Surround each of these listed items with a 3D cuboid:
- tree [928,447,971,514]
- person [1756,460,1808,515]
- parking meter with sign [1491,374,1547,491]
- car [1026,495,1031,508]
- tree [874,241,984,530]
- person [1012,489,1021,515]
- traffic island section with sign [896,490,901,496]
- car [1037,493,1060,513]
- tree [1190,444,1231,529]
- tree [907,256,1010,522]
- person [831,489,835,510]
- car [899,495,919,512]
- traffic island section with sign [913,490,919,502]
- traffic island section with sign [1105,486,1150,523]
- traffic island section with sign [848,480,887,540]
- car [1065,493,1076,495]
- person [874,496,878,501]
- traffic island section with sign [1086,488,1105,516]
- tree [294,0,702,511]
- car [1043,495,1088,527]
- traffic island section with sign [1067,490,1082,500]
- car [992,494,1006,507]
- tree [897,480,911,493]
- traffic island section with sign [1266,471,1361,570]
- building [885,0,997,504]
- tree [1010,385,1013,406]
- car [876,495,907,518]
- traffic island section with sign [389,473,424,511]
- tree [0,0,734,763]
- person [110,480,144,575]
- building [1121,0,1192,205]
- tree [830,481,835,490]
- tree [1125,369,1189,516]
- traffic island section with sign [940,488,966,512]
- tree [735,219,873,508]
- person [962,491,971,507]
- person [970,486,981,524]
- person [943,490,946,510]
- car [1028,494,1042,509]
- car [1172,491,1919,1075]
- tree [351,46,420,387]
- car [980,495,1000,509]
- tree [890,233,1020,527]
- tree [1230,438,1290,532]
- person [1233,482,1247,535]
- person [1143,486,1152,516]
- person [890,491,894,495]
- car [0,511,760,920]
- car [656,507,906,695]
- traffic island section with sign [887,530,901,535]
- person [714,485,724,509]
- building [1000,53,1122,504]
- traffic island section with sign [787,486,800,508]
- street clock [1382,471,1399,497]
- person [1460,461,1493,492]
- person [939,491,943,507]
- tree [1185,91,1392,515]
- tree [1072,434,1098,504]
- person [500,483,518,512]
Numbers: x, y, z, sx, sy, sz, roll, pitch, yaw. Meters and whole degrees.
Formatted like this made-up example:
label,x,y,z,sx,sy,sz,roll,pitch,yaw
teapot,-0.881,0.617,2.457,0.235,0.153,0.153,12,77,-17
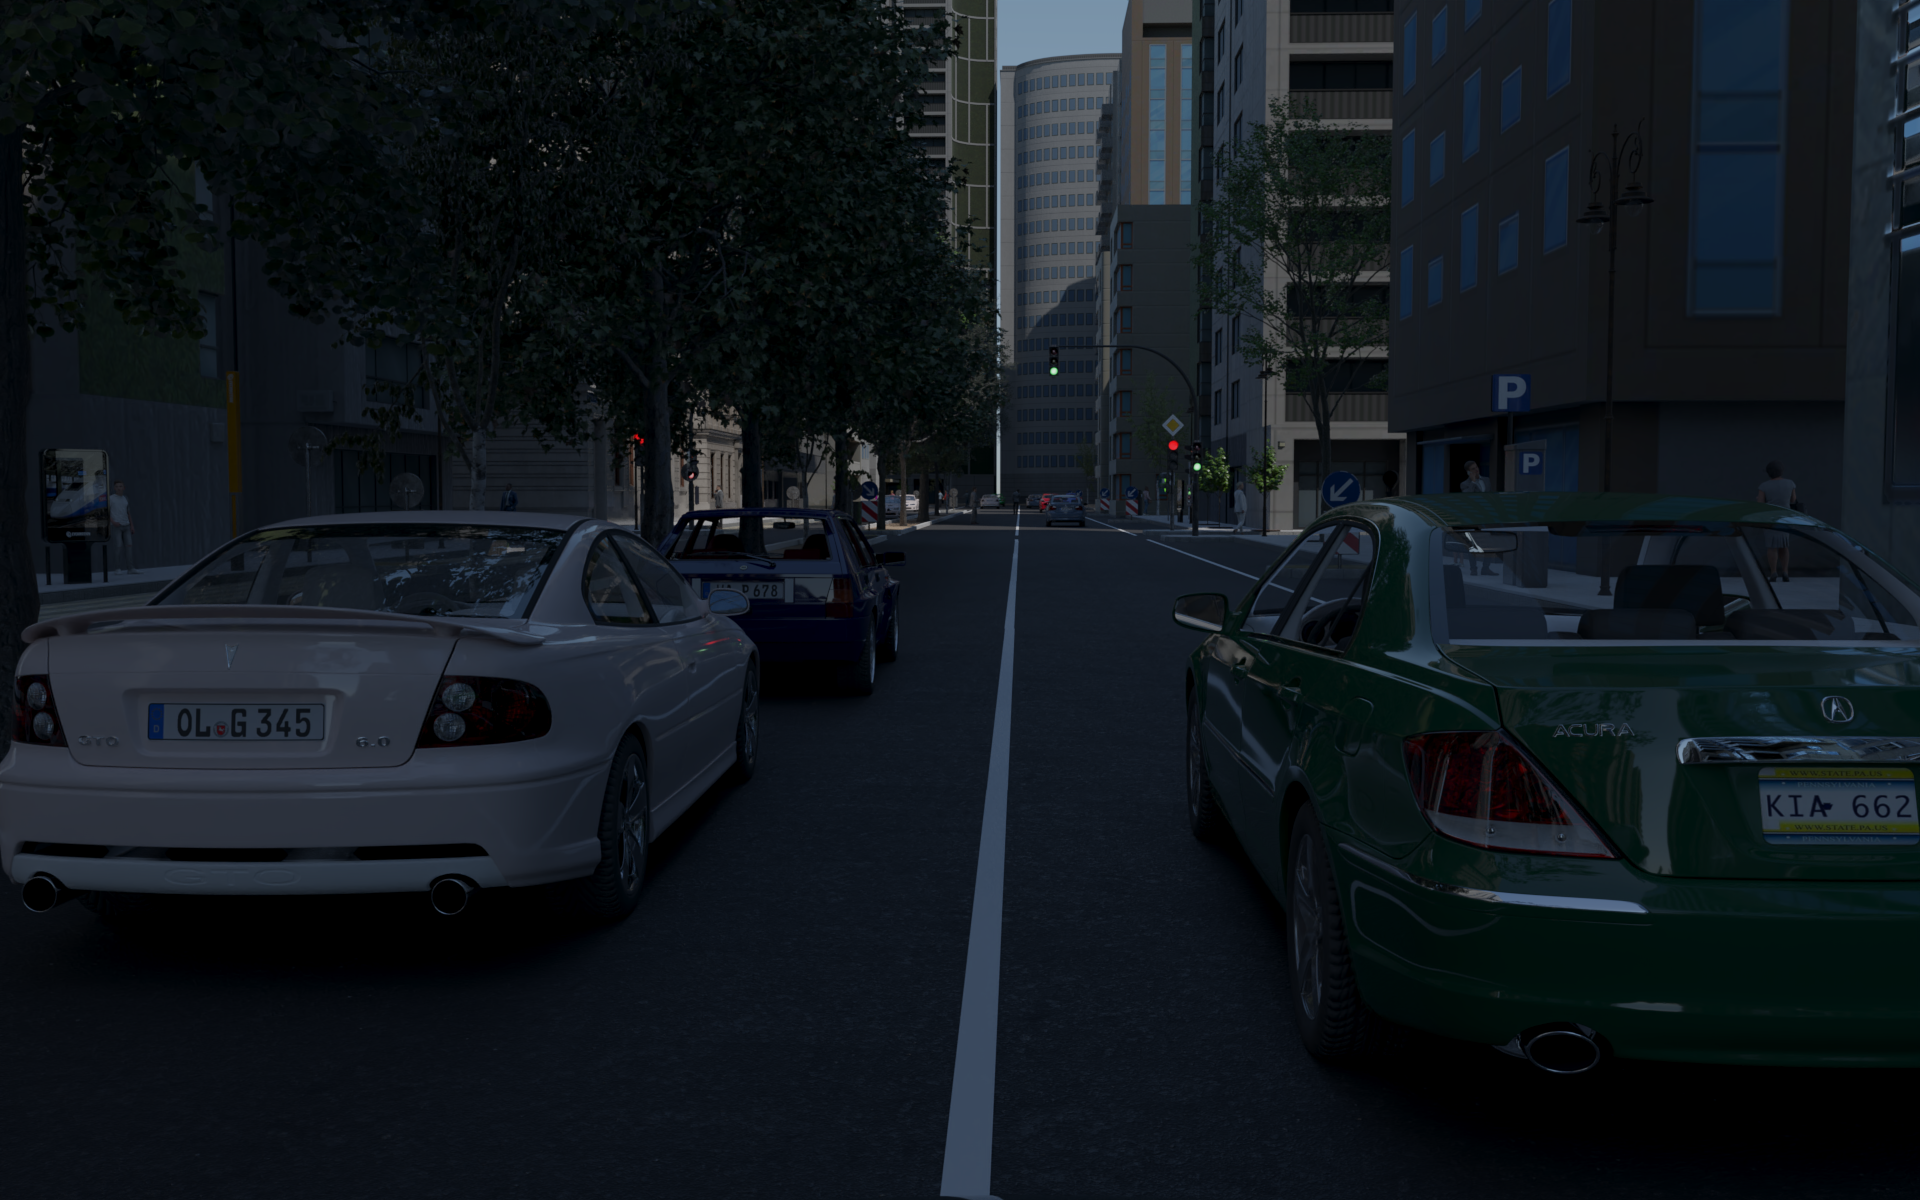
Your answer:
label,x,y,z,sx,sy,sz,roll,pitch,yaw
tree,-0.925,-10.335,121.797,4.360,8.622,3.978,0,3,0
person,11.980,-1.155,25.278,0.716,1.782,0.532,1,4,9
parking meter with sign,7.938,-1.722,24.411,0.543,3.016,1.738,0,4,4
car,7.795,-10.160,178.478,2.083,1.381,4.827,0,4,4
tree,-2.871,-8.351,64.746,9.928,11.665,9.643,0,3,0
person,3.940,-6.900,121.498,0.592,1.802,0.473,1,4,20
traffic island section with sign,-5.681,-9.454,163.204,1.989,1.847,2.006,0,4,2
car,6.902,-7.463,131.063,2.155,1.783,4.494,0,4,2
tree,9.814,-4.305,64.990,1.663,3.219,1.824,0,3,0
tree,-1.900,-10.985,88.720,9.857,13.997,8.962,0,3,0
person,-7.283,-5.627,101.255,0.466,1.731,0.760,3,4,36
car,-4.347,-7.880,141.194,2.083,1.381,4.827,0,4,2
traffic island section with sign,-4.741,-11.102,190.144,1.989,1.847,2.006,0,4,2
traffic island section with sign,8.357,-4.725,85.878,1.989,1.847,2.006,0,4,2
traffic island section with sign,-3.405,-2.777,53.548,2.006,1.907,1.989,0,4,2
car,11.262,-10.147,175.494,1.945,1.707,3.694,0,4,1
person,-7.945,-9.547,165.360,0.599,1.433,0.991,2,4,28
traffic island section with sign,9.295,-6.372,112.817,1.989,1.847,2.006,0,4,2
tree,-4.527,-3.879,16.241,4.360,8.622,3.978,0,3,0
car,4.701,-3.990,77.233,2.014,1.417,4.499,0,4,3
traffic island section with sign,11.030,-9.418,162.614,1.989,1.847,2.006,0,4,2
car,4.249,-11.525,197.236,1.959,1.807,4.718,0,4,3
tree,-6.576,-12.747,203.010,1.663,3.219,1.824,0,3,0
traffic island section with sign,6.416,-1.326,30.306,1.989,1.847,2.006,0,4,2
building,-5.443,-48.397,229.547,20.611,71.187,20.563,0,4,2
tree,-3.352,-7.909,48.775,9.611,12.733,9.660,0,3,0
car,-4.128,-5.424,101.049,2.083,1.381,4.827,0,4,2
traffic island section with sign,-10.264,-1.408,31.649,1.989,1.847,2.006,0,4,2
tree,-5.097,-6.089,8.660,9.857,13.997,8.962,0,3,0
person,-13.312,-1.155,27.520,0.523,1.515,0.503,0,4,-4
building,21.363,-30.651,151.262,14.600,45.320,14.200,0,4,2
tree,-9.161,-8.625,135.615,1.663,3.219,1.824,0,3,0
tree,11.625,-9.226,101.215,4.737,8.622,4.395,0,3,0
traffic island section with sign,-0.533,-7.823,136.044,2.006,1.907,1.989,0,4,2
tree,-3.712,-5.433,41.647,4.737,8.622,4.395,0,3,0
person,0.785,-11.515,196.856,1.350,1.814,0.705,-3,4,-36
person,0.764,-4.510,82.439,0.583,1.804,0.606,-1,4,-14
person,-1.278,-9.188,158.668,0.705,1.831,1.348,1,4,17
car,7.727,-9.808,172.360,2.014,1.417,4.499,0,4,3
car,1.829,0.368,5.780,2.131,1.459,4.920,0,4,2
tree,-4.216,-6.390,23.943,9.611,12.733,9.660,0,3,0
car,2.880,-9.466,167.135,2.083,1.381,4.827,0,4,1
tree,-2.470,-9.963,75.730,12.009,13.543,11.850,0,3,0
tree,10.622,-3.975,59.592,1.663,3.219,1.824,0,3,0
person,9.109,-2.948,56.573,0.818,1.842,0.514,-3,5,-41
person,10.900,-5.796,101.400,0.643,1.750,0.593,-2,4,-29
person,-6.222,-9.219,159.955,1.217,1.743,0.721,2,4,26
car,-1.993,0.314,7.231,2.083,1.381,4.827,0,4,1
car,-1.429,-0.070,13.728,1.945,1.354,3.894,0,4,2
traffic island section with sign,-3.138,-3.230,60.950,2.006,1.907,1.989,0,4,2
person,-9.796,-3.764,70.217,0.473,1.802,0.592,0,4,7
building,19.390,-42.074,229.902,28.212,58.520,21.231,0,4,2
traffic island section with sign,-8.336,-4.771,86.635,1.989,1.847,2.006,0,4,2
street clock,13.278,-2.987,53.410,0.471,2.002,0.358,2,4,29
person,8.184,-1.287,27.268,0.592,1.802,0.473,0,4,4
person,-2.224,-11.129,190.450,0.705,1.826,1.348,3,5,40
tree,9.596,-7.344,45.825,9.928,11.665,9.643,0,3,0
tree,15.983,-16.081,213.291,4.737,8.622,4.395,0,3,0
person,-15.269,-3.045,58.469,0.721,1.800,0.419,1,4,11
